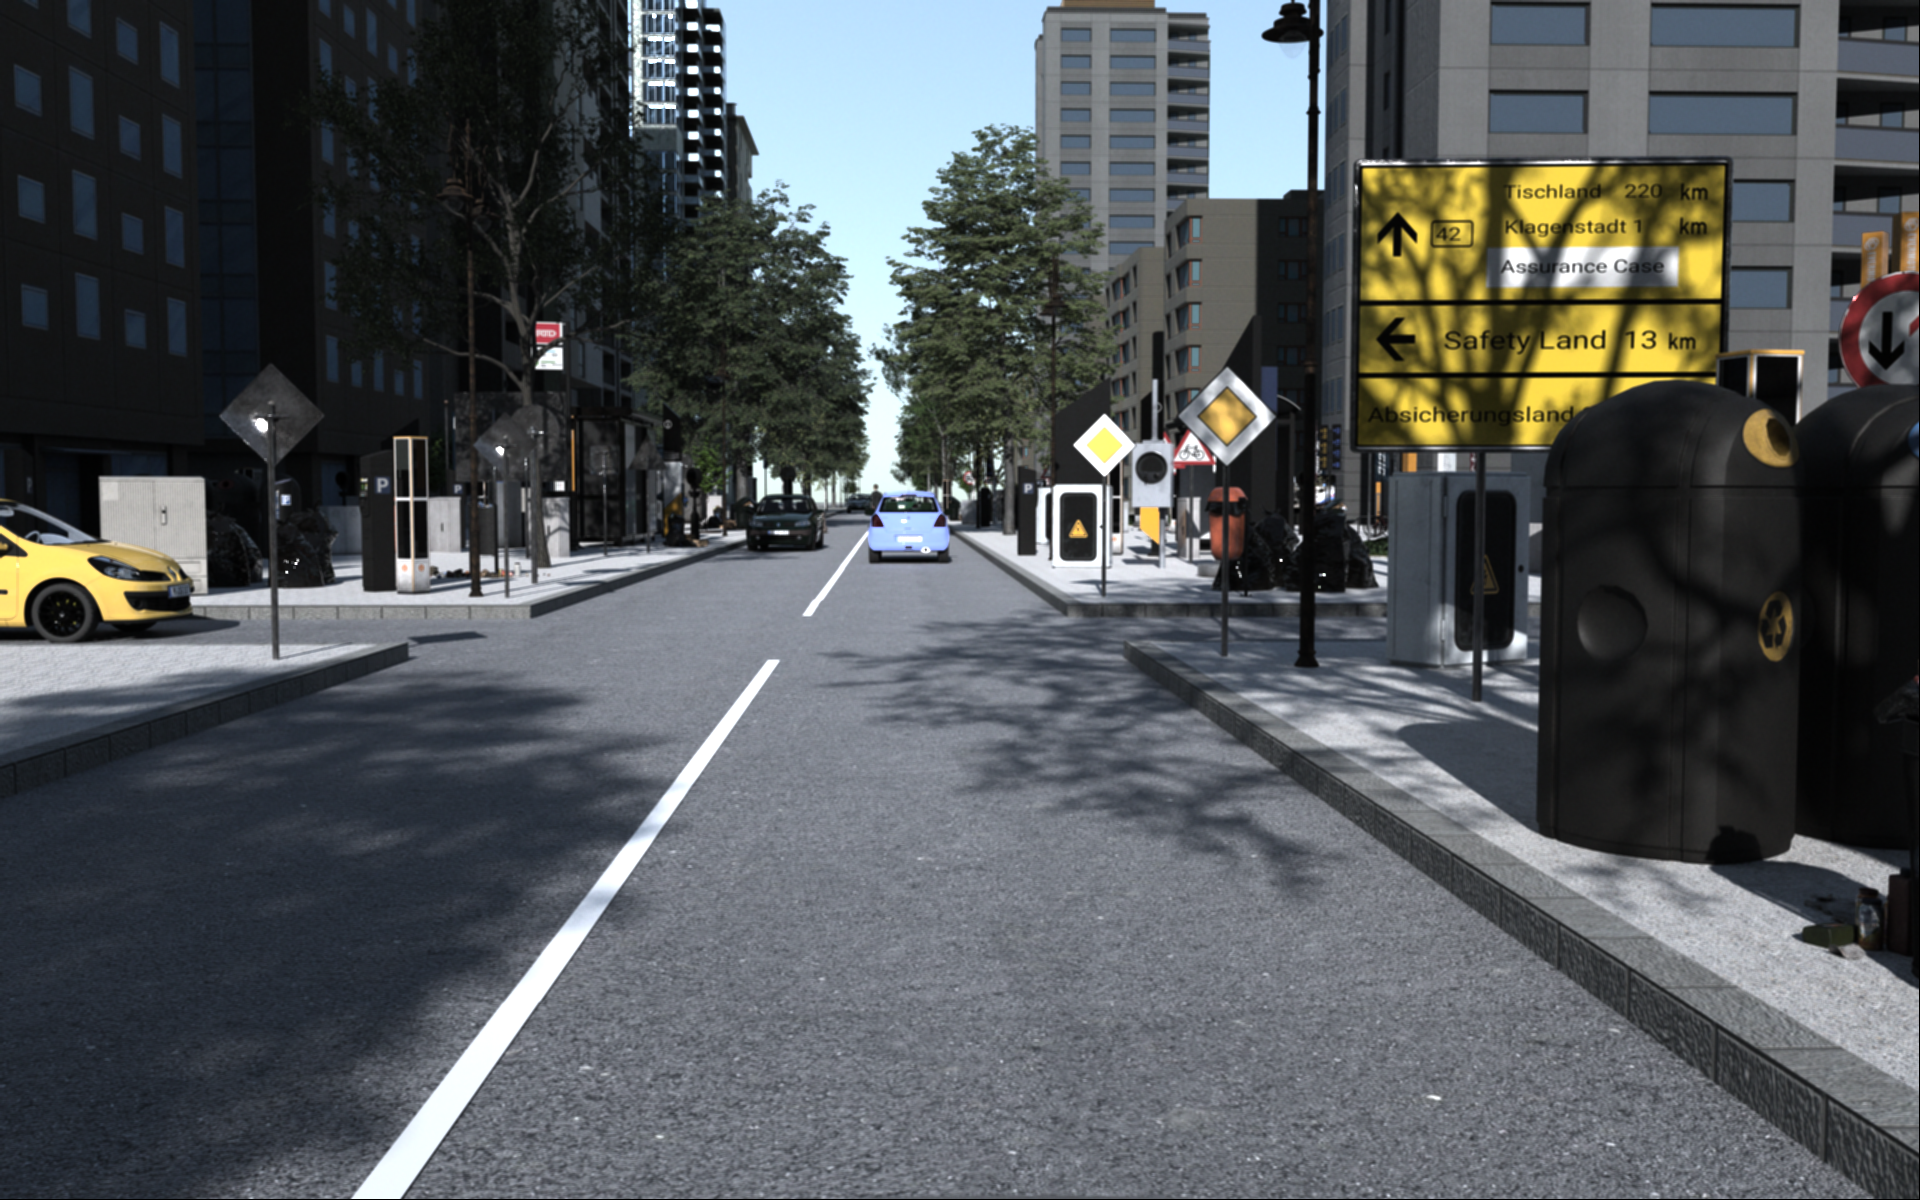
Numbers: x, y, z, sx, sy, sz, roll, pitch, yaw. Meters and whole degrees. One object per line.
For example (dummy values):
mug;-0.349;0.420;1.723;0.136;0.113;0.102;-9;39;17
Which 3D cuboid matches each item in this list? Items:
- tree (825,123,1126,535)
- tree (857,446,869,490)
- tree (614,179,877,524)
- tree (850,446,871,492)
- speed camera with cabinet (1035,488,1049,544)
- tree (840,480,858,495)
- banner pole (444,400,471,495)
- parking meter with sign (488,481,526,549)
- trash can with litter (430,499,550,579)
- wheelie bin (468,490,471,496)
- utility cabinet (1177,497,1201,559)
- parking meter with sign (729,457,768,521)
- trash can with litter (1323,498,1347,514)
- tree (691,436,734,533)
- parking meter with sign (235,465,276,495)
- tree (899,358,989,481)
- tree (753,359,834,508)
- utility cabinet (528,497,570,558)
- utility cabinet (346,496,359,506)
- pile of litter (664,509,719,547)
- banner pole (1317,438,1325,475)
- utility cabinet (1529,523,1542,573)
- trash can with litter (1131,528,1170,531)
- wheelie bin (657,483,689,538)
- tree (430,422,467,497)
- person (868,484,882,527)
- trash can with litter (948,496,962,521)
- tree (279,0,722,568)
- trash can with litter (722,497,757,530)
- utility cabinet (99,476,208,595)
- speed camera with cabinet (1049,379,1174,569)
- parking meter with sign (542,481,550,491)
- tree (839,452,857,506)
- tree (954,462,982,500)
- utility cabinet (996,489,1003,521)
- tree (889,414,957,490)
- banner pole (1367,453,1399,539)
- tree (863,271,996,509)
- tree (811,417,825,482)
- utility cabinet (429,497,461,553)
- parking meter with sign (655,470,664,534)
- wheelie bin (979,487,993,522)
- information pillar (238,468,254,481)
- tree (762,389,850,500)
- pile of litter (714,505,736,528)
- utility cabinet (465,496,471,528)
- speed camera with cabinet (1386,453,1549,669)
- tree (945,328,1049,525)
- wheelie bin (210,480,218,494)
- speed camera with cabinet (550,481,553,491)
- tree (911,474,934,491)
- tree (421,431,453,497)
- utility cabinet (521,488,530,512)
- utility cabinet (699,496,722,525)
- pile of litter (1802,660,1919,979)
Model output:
tree;1.133;-8.315;54.084;7.486;12.596;7.792;0;3;0
tree;-12.220;-14.454;186.677;4.737;8.622;4.395;0;3;0
tree;-9.003;-10.006;70.248;9.857;13.997;8.962;0;3;0
tree;-12.321;-14.911;194.153;4.360;8.622;3.978;0;3;0
speed camera with cabinet;2.792;-3.089;44.839;2.038;3.252;0.660;-2;4;-32
tree;-14.840;-14.421;230.389;1.663;3.219;1.824;0;3;0
banner pole;-13.424;-3.429;46.077;0.863;3.779;0.401;1;4;12
parking meter with sign;-10.674;-2.730;40.891;0.543;3.016;1.738;1;4;17
trash can with litter;-7.674;-0.977;27.038;2.233;1.210;1.678;2;4;25
wheelie bin;-18.534;-3.584;66.500;0.693;1.594;0.980;-1;4;-21
utility cabinet;4.593;-1.451;34.884;0.306;1.237;1.020;0;4;-3
parking meter with sign;-9.895;-5.183;81.002;1.738;3.016;0.543;-1;4;-20
trash can with litter;10.900;-2.449;51.433;1.055;1.170;0.624;-1;4;-16
tree;-8.277;-3.839;57.362;1.663;3.219;1.824;0;3;0
parking meter with sign;-21.358;-3.408;51.981;0.543;3.016;1.738;3;5;44
tree;-0.615;-12.220;125.556;9.928;11.665;9.643;0;3;0
tree;-9.442;-8.737;93.204;4.737;8.622;4.395;0;3;0
utility cabinet;-8.401;-1.476;35.288;1.020;1.237;0.306;3;4;37
utility cabinet;-18.568;-2.617;53.945;1.020;1.237;0.306;1;4;11
pile of litter;-6.723;-1.746;42.511;1.176;0.858;1.719;0;4;2
banner pole;13.886;-4.754;67.743;0.863;3.779;0.401;2;4;27
utility cabinet;9.630;-1.022;27.864;0.306;1.237;1.020;-3;4;-38
trash can with litter;6.894;-3.066;61.191;1.678;1.210;2.233;1;4;21
wheelie bin;-8.489;-2.643;51.117;0.980;1.594;0.693;0;4;-4
tree;-23.482;-5.772;78.090;4.285;4.588;4.351;0;3;0
person;-3.634;-4.017;73.963;0.659;1.850;0.755;-3;4;-38
trash can with litter;-0.063;-4.372;82.869;1.055;1.170;0.624;2;4;32
tree;-7.604;-5.833;29.790;7.601;10.594;8.767;0;4;-4
trash can with litter;-8.030;-3.133;62.618;0.624;1.170;1.055;3;5;44
utility cabinet;-10.060;-0.791;21.620;1.173;1.500;0.318;-2;4;-32
speed camera with cabinet;2.645;-2.174;29.887;2.038;3.252;0.660;1;4;12
parking meter with sign;-18.476;-4.899;76.361;0.543;3.016;1.738;3;5;40
tree;-12.348;-12.552;155.592;4.737;8.622;4.395;0;3;0
tree;0.634;-6.616;102.767;1.663;3.219;1.824;0;3;0
utility cabinet;2.160;-4.469;81.754;0.318;1.500;1.173;-2;4;-31
tree;-4.560;-19.239;231.561;9.611;12.733;9.660;0;3;0
banner pole;10.496;-3.277;43.597;0.863;3.779;0.401;-2;4;-27
tree;-2.262;-17.976;149.803;12.611;20.169;13.585;0;3;0
tree;-12.358;-15.624;173.580;7.486;12.596;7.792;0;3;0
utility cabinet;-11.398;-1.656;38.245;0.306;1.237;1.020;-3;5;-43
parking meter with sign;-9.859;-3.629;55.599;1.738;3.016;0.543;0;4;4
wheelie bin;1.216;-4.382;79.550;0.693;1.594;0.980;1;4;14
information pillar;-19.999;-2.695;48.561;0.304;2.012;0.304;3;4;37
tree;-9.678;-9.394;103.951;4.360;8.622;3.978;0;3;0
pile of litter;-8.904;-3.159;65.612;1.176;0.858;1.719;3;4;38
utility cabinet;-18.720;-3.298;65.086;1.020;1.237;0.306;-2;4;-24
speed camera with cabinet;4.210;-1.159;13.291;2.038;3.252;0.660;-2;4;-33
tree;1.664;-7.412;71.545;4.737;8.622;4.395;0;3;0
wheelie bin;-17.163;-1.945;39.714;0.693;1.594;0.980;0;4;8
speed camera with cabinet;-19.042;-5.302;81.020;2.038;3.252;0.660;3;4;38
tree;-4.684;-14.356;218.428;4.285;4.588;4.351;0;3;0
tree;-16.358;-3.571;52.988;1.663;3.219;1.824;0;3;0
utility cabinet;-15.332;-3.157;60.294;1.173;1.500;0.318;3;5;39
utility cabinet;-10.089;-3.586;69.792;1.020;1.237;0.306;0;4;-6
pile of litter;2.943;0.573;4.602;1.176;0.858;1.719;1;4;11
